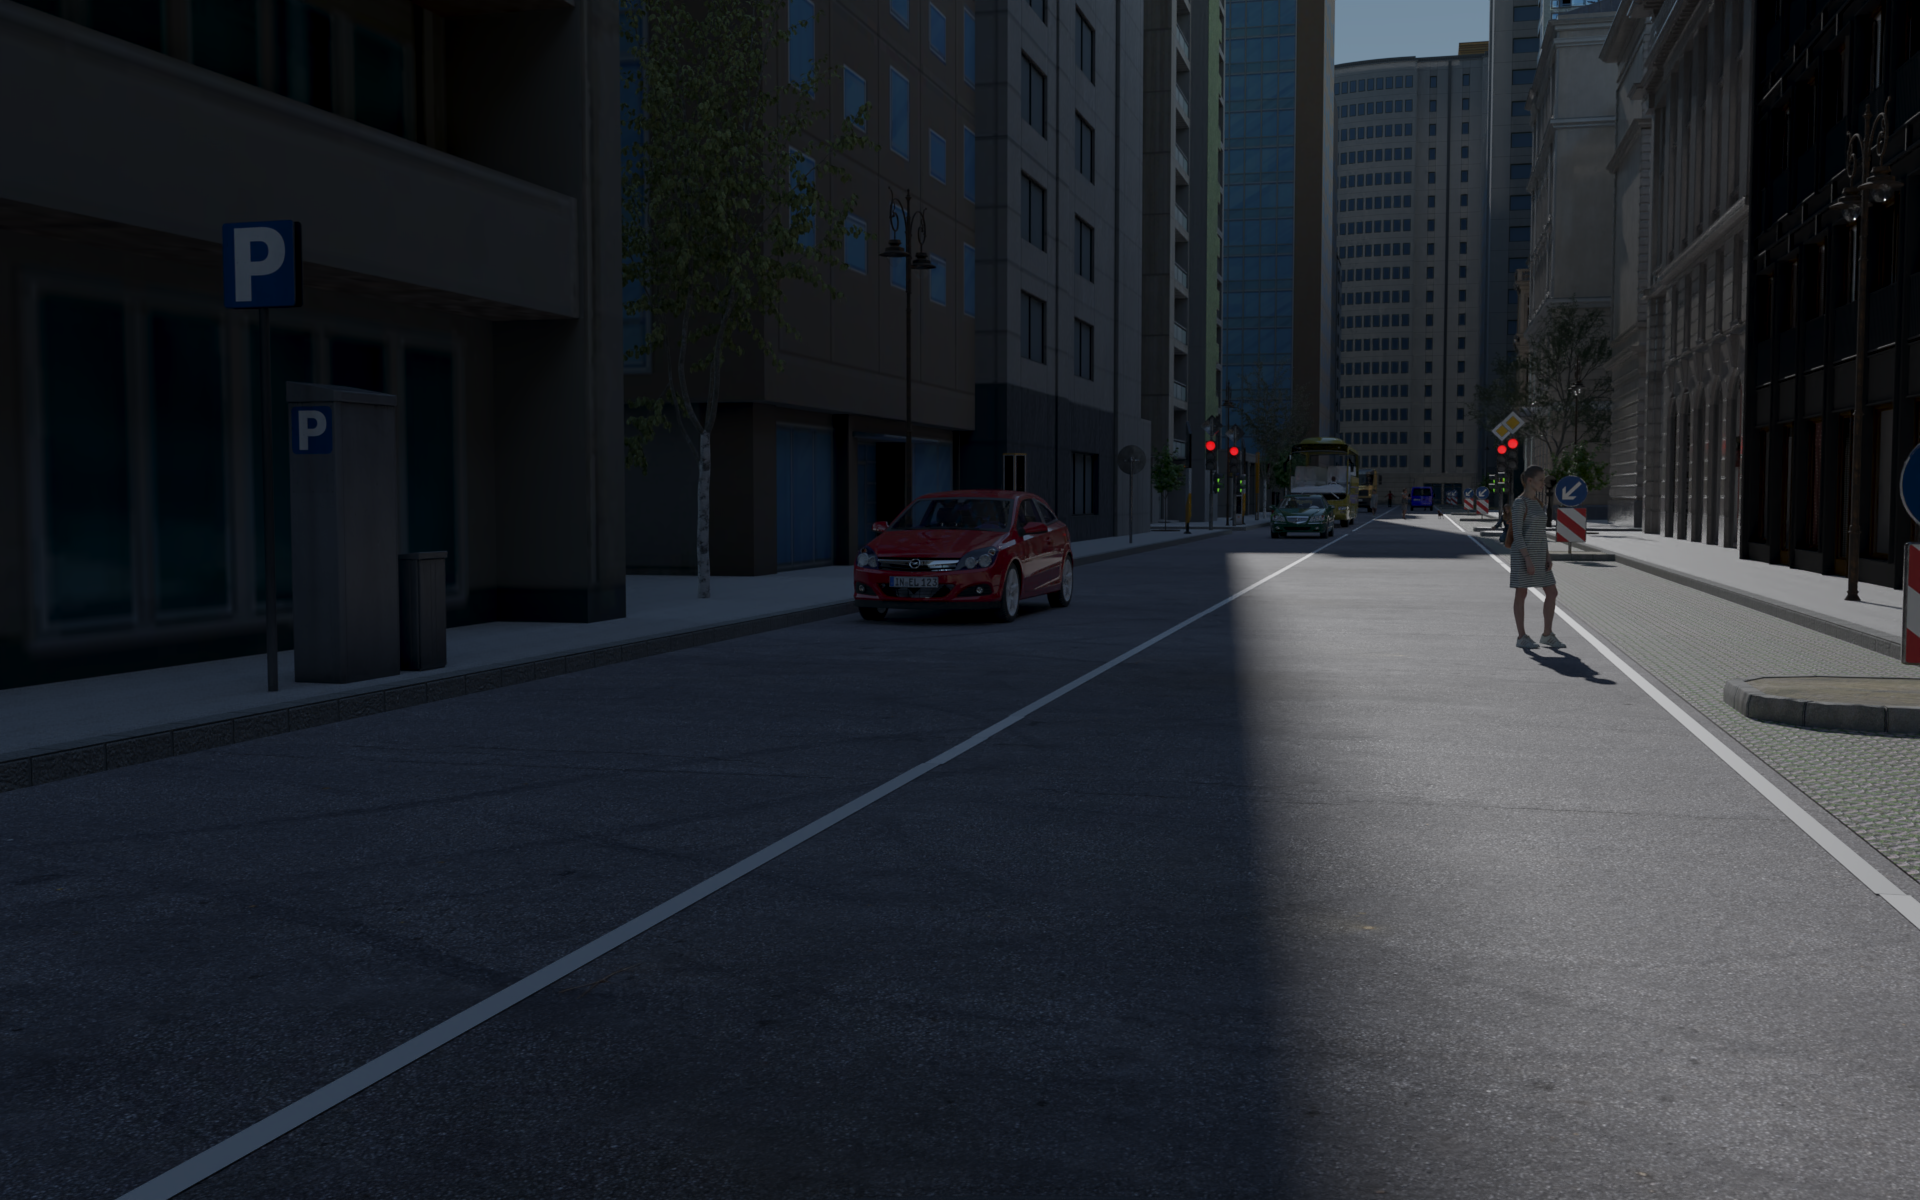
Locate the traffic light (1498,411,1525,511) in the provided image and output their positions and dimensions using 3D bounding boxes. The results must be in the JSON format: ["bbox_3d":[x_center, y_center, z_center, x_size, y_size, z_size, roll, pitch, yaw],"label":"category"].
[{"bbox_3d":[18.687,-4.268,58.710,0.839,4.253,0.868,1,4,15],"label":"traffic light"}]

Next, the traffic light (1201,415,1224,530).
[{"bbox_3d":[8.909,-4.426,61.281,0.839,4.253,0.868,1,4,15],"label":"traffic light"}]

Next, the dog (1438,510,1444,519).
[{"bbox_3d":[27.605,-4.907,99.519,0.540,0.507,0.406,3,5,42],"label":"dog"}]

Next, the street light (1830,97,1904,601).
[{"bbox_3d":[10.756,-2.930,20.693,0.468,5.910,1.993,1,4,15],"label":"street light"}]

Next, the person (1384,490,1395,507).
[{"bbox_3d":[46.030,-10.829,185.498,1.348,1.831,0.705,-1,4,-12],"label":"person"}]

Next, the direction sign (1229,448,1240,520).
[{"bbox_3d":[13.358,-5.660,84.536,0.876,3.537,0.379,-3,5,-42],"label":"direction sign"}]

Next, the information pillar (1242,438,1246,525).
[{"bbox_3d":[11.893,-4.972,72.653,0.183,3.616,0.504,0,4,-1],"label":"information pillar"}]

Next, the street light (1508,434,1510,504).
[{"bbox_3d":[32.063,-7.844,101.041,0.468,5.910,1.993,1,4,15],"label":"street light"}]

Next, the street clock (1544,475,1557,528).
[{"bbox_3d":[22.617,-3.785,66.461,0.471,2.002,0.358,0,4,6],"label":"street clock"}]

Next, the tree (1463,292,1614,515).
[{"bbox_3d":[27.772,-8.961,80.918,8.767,10.594,7.601,0,4,-7],"label":"tree"}]

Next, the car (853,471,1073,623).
[{"bbox_3d":[0.119,-0.719,20.804,2.155,1.783,4.494,1,4,16],"label":"car"}]

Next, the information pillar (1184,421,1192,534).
[{"bbox_3d":[7.351,-3.937,55.723,0.183,3.616,0.504,0,4,-5],"label":"information pillar"}]

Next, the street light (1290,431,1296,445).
[{"bbox_3d":[20.548,-8.205,106.946,0.468,5.910,1.993,1,4,15],"label":"street light"}]

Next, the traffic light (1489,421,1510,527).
[{"bbox_3d":[20.737,-4.741,66.428,0.839,4.253,0.868,1,4,15],"label":"traffic light"}]

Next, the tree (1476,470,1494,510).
[{"bbox_3d":[42.884,-8.961,141.115,1.663,3.219,1.824,0,3,0],"label":"tree"}]

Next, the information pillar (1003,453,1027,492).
[{"bbox_3d":[0.992,-1.646,31.401,0.304,2.012,0.304,-3,5,-43],"label":"information pillar"}]

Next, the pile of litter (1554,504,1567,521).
[{"bbox_3d":[28.921,-4.189,82.449,1.176,0.858,1.719,1,4,14],"label":"pile of litter"}]

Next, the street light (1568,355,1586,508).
[{"bbox_3d":[20.563,-5.202,57.839,0.468,5.910,1.993,1,4,15],"label":"street light"}]

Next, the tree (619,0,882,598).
[{"bbox_3d":[-3.104,-4.341,21.343,4.737,8.622,4.395,0,3,0],"label":"tree"}]

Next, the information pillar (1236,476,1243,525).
[{"bbox_3d":[11.531,-4.107,71.634,0.304,2.012,0.304,1,4,10],"label":"information pillar"}]

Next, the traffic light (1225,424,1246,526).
[{"bbox_3d":[10.960,-4.898,69.000,0.839,4.253,0.868,1,4,15],"label":"traffic light"}]

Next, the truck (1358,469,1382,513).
[{"bbox_3d":[31.567,-8.617,136.805,3.469,3.379,9.791,1,4,14],"label":"truck"}]

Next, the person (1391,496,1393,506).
[{"bbox_3d":[48.293,-11.163,194.275,1.065,1.426,0.557,-3,5,-40],"label":"person"}]

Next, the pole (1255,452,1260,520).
[{"bbox_3d":[14.543,-5.558,84.720,0.158,3.312,0.155,0,3,0],"label":"pole"}]

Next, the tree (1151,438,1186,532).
[{"bbox_3d":[7.121,-3.973,59.565,1.663,3.219,1.824,0,3,0],"label":"tree"}]

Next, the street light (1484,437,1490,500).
[{"bbox_3d":[41.911,-10.095,137.846,0.468,5.910,1.993,1,4,15],"label":"street light"}]

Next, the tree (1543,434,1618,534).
[{"bbox_3d":[19.932,-3.729,55.572,1.663,3.219,1.824,0,3,0],"label":"tree"}]

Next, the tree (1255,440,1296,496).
[{"bbox_3d":[18.850,-7.146,100.547,4.285,4.588,4.351,0,3,0],"label":"tree"}]

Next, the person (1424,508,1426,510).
[{"bbox_3d":[40.533,-8.539,151.339,0.697,1.427,0.421,3,4,36],"label":"person"}]

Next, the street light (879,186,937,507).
[{"bbox_3d":[-0.781,-3.279,26.398,0.468,5.910,1.993,1,4,15],"label":"street light"}]

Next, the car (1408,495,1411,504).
[{"bbox_3d":[55.586,-12.306,213.208,2.014,1.417,4.499,1,4,17],"label":"car"}]

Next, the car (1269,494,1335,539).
[{"bbox_3d":[11.366,-2.785,57.333,2.131,1.459,4.920,1,4,16],"label":"car"}]

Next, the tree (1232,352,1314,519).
[{"bbox_3d":[16.167,-8.557,90.275,4.360,8.622,3.978,0,3,0],"label":"tree"}]

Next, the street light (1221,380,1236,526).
[{"bbox_3d":[10.856,-5.952,70.099,0.468,5.910,1.993,1,4,15],"label":"street light"}]
